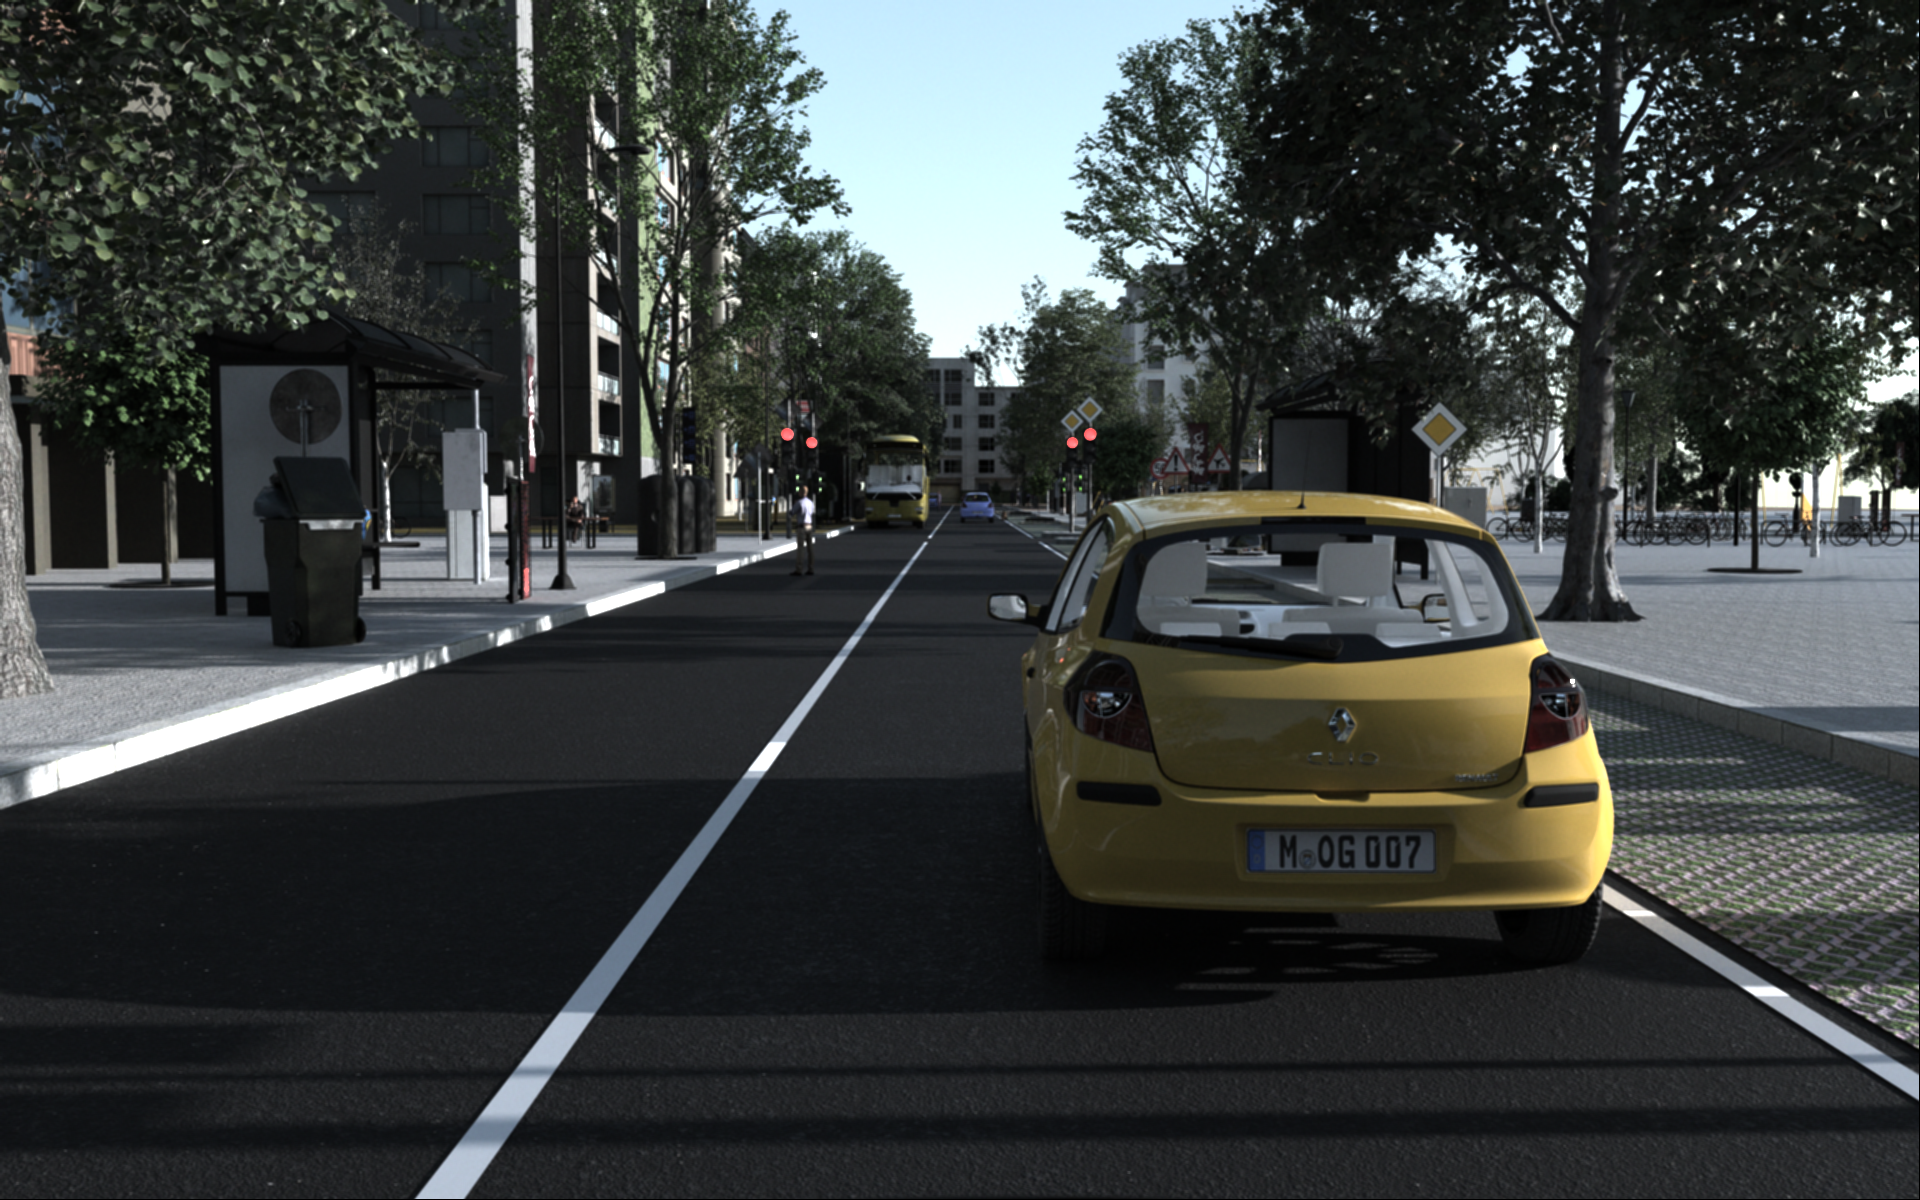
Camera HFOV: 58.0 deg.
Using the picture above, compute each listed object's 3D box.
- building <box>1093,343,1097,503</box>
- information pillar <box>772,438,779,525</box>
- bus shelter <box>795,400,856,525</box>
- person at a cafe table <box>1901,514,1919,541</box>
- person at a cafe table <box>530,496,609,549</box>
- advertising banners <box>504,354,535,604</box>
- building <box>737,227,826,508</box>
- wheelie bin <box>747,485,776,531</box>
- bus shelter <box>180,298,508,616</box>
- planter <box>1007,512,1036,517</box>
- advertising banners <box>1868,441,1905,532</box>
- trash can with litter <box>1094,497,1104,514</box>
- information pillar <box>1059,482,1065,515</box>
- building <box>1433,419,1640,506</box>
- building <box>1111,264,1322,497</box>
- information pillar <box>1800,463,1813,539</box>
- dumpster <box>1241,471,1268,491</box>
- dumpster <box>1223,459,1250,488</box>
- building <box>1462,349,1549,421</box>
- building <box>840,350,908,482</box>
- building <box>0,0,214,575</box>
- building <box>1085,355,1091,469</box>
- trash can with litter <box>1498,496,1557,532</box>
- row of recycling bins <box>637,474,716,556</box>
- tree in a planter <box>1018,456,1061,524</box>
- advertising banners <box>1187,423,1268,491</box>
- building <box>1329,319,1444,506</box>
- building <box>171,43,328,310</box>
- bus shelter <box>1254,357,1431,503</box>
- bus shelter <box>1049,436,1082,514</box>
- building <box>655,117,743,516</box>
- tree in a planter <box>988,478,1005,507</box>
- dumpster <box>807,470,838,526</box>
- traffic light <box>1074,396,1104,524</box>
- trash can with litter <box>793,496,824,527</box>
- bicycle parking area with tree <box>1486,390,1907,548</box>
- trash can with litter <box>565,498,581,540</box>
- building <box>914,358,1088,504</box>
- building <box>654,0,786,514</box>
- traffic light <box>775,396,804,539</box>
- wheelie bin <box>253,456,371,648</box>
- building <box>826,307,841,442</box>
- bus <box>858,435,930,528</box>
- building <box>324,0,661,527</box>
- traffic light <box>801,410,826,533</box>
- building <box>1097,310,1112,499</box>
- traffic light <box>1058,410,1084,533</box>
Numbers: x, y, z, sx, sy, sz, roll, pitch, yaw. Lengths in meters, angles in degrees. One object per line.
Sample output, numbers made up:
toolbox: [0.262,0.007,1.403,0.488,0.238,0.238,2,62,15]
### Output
building: [21.842,-19.260,171.316,16.016,20.091,11.380,0,3,0]
information pillar: [-7.722,-4.970,72.608,0.183,3.616,0.504,1,4,9]
bus shelter: [-5.933,-6.052,76.582,2.179,5.291,8.768,0,3,0]
person at a cafe table: [26.672,-2.339,46.762,1.622,1.524,1.698,0,4,2]
person at a cafe table: [-9.230,-1.855,41.197,1.698,1.238,1.726,0,4,-2]
advertising banners: [-5.333,-1.524,21.109,0.090,3.025,2.074,0,4,-5]
building: [-27.080,-18.671,149.248,27.936,21.610,32.646,0,3,0]
wheelie bin: [-6.922,-3.197,60.175,0.980,1.594,0.693,-1,4,-22]
bus shelter: [-7.097,-1.634,20.647,2.014,3.302,5.546,0,3,0]
planter: [3.804,-5.419,109.732,1.991,0.319,1.994,0,3,0]
advertising banners: [31.271,-3.809,58.462,0.090,3.025,2.074,0,3,0]
trash can with litter: [7.754,-4.998,93.110,1.055,1.170,0.624,1,4,12]
information pillar: [6.177,-6.115,104.466,0.304,2.012,0.304,1,4,15]
building: [66.345,-15.607,197.318,28.070,9.664,9.099,0,3,0]
building: [21.733,-17.847,148.216,16.016,20.091,11.380,0,3,0]
information pillar: [23.968,-3.525,48.981,0.504,3.616,0.183,-2,4,-35]
dumpster: [7.717,-2.323,43.740,1.264,1.857,1.865,0,3,0]
dumpster: [7.692,-2.851,49.109,1.502,2.255,1.985,0,4,0]
building: [70.824,-22.961,231.829,11.380,20.091,16.016,0,3,0]
building: [-12.518,-23.051,233.297,11.380,20.091,16.016,0,3,0]
building: [-27.970,-22.802,27.437,28.867,44.769,22.147,0,3,0]
building: [21.879,-20.018,183.714,16.016,20.091,11.380,0,3,0]
trash can with litter: [19.475,-2.899,58.451,1.678,1.210,2.233,-3,5,-41]
row of recycling bins: [-6.044,-1.851,37.384,1.069,1.692,3.534,1,4,9]
tree in a planter: [3.761,-5.203,82.291,1.991,3.239,1.994,0,3,0]
advertising banners: [6.591,-2.828,42.430,2.074,3.025,0.090,0,4,4]
building: [46.357,-20.588,193.037,11.380,20.091,16.016,0,3,0]
building: [-36.042,-23.709,71.239,14.086,41.232,14.154,0,3,0]
bus shelter: [6.271,-2.106,28.359,2.014,3.302,5.546,0,4,0]
bus shelter: [6.935,-8.529,117.081,2.179,5.291,8.768,0,3,0]
building: [-27.415,-15.182,93.269,27.650,21.520,28.899,0,3,0]
tree in a planter: [3.898,-11.641,187.552,1.991,3.239,1.994,0,3,0]
dumpster: [-5.766,-4.146,70.283,1.502,2.255,1.985,0,4,0]
traffic light: [3.690,-3.713,49.623,0.839,4.253,0.868,0,3,0]
trash can with litter: [-6.097,-3.418,66.941,1.678,1.210,2.233,1,4,13]
bicycle parking area with tree: [18.993,-3.569,45.354,9.016,4.147,8.231,0,4,5]
trash can with litter: [-10.905,-2.267,48.456,0.624,1.170,1.055,-1,4,-11]
building: [9.244,-22.414,232.923,31.486,18.905,16.747,0,3,0]
building: [-28.833,-26.147,119.383,32.217,40.220,23.993,0,3,0]
traffic light: [-4.891,-3.712,49.618,0.839,4.253,0.868,0,3,0]
wheelie bin: [-5.525,-0.416,14.702,0.693,1.594,0.980,3,5,41]
building: [-29.666,-20.978,186.963,32.646,21.610,27.936,0,3,0]
bus: [-2.681,-5.130,75.430,2.896,3.916,12.252,0,4,0]
building: [-20.647,-23.707,71.207,14.154,41.232,14.086,0,3,0]
traffic light: [-4.882,-4.201,57.603,0.839,4.253,0.868,0,3,0]
building: [21.331,-18.542,159.576,16.016,20.091,11.380,0,3,0]
traffic light: [3.700,-4.201,57.608,0.839,4.253,0.868,0,3,0]
